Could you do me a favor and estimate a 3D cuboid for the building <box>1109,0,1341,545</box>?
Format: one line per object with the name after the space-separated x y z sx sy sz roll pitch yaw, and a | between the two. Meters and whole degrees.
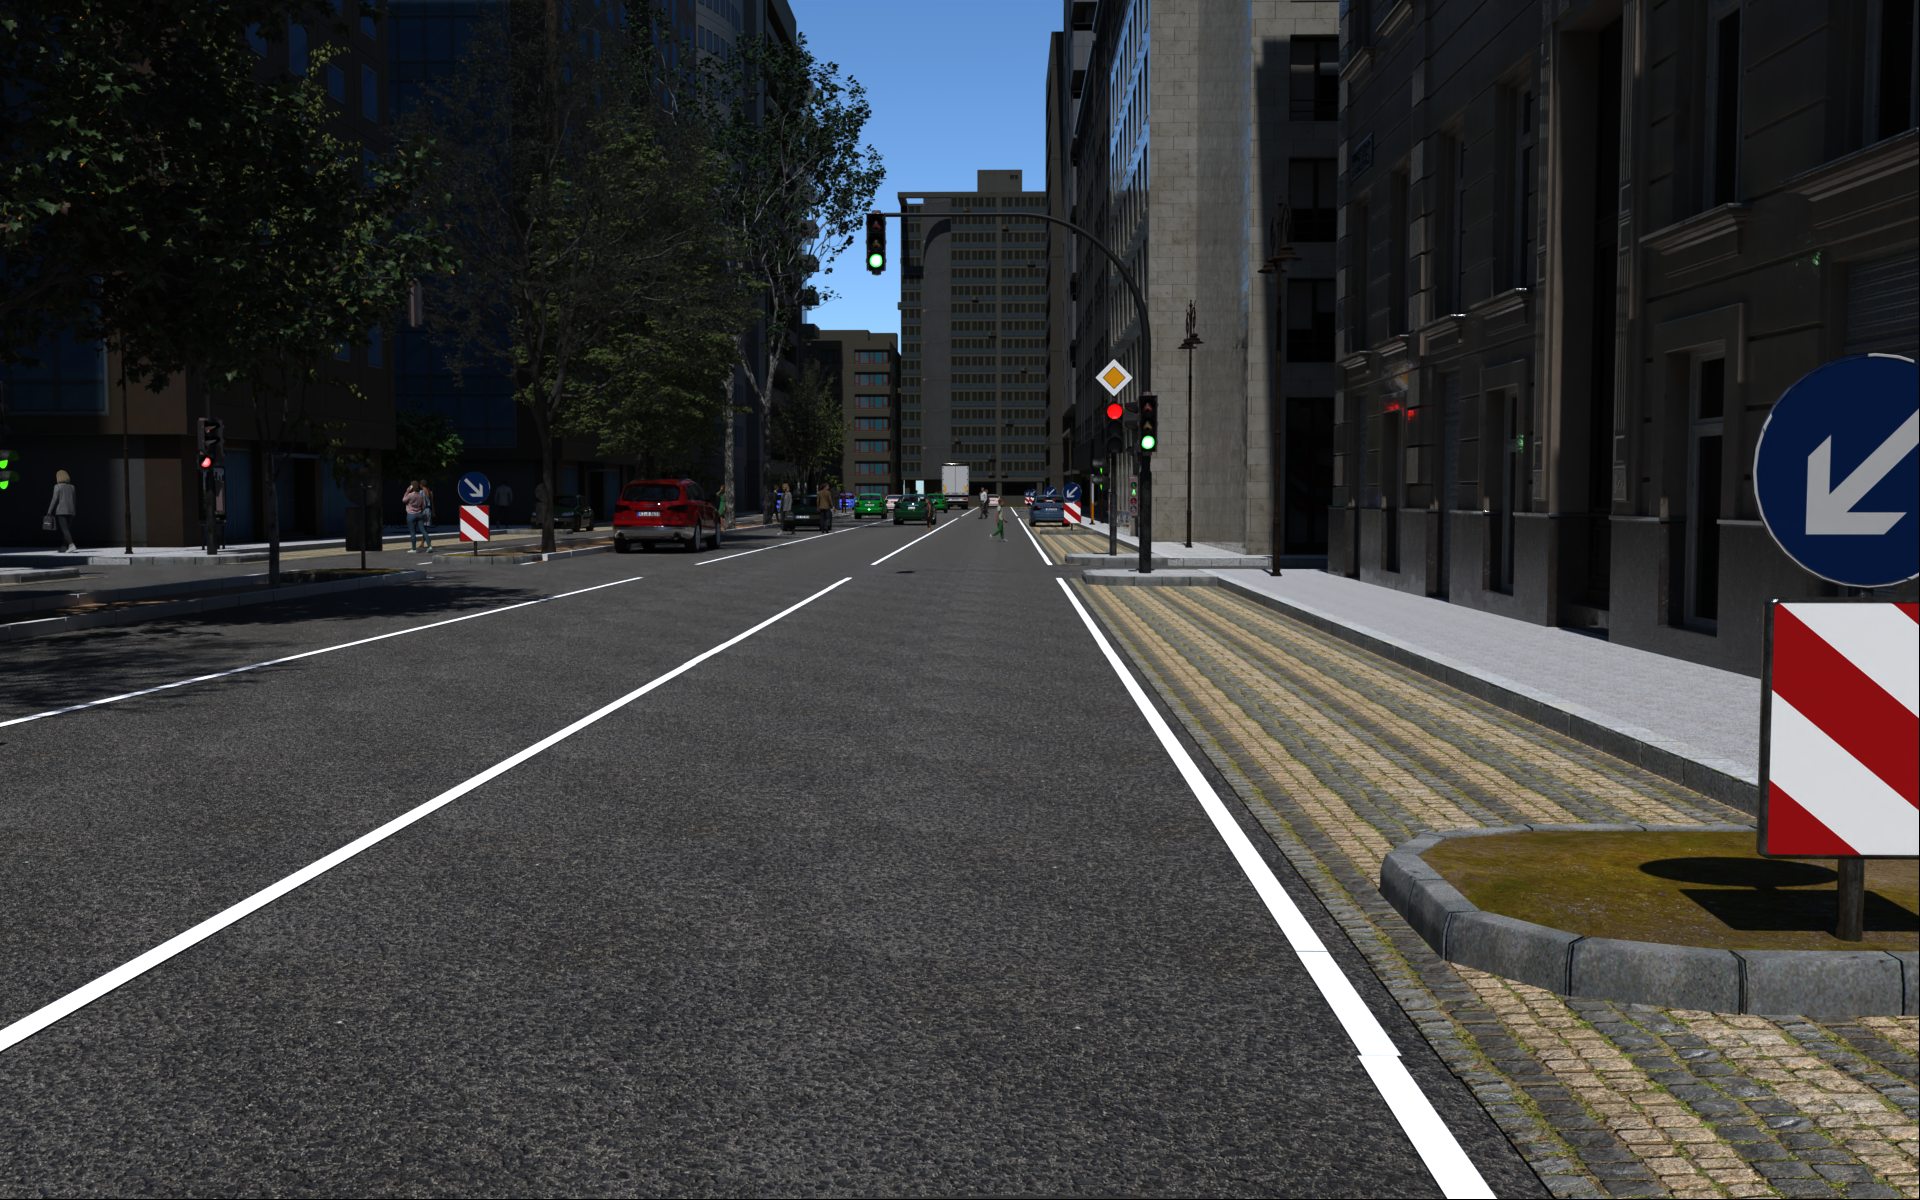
10.408 -12.193 54.105 10.420 20.320 16.860 0 4 1 | building

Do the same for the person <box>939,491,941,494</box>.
-2.039 -10.268 177.207 1.217 1.723 0.721 -1 4 -10 | person

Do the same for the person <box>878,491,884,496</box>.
-8.976 -11.319 194.090 0.750 1.759 0.617 -3 5 -44 | person

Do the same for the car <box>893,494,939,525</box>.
-2.103 -4.252 81.317 2.131 1.459 4.920 0 4 3 | car

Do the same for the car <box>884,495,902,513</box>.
-4.934 -7.382 133.063 2.083 1.381 4.827 0 4 1 | car

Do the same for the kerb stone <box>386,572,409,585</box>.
-9.092 -0.334 27.706 0.120 0.150 1.000 0 4 1 | kerb stone

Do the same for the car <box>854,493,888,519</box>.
-5.132 -5.577 99.982 1.959 1.807 4.718 0 4 0 | car

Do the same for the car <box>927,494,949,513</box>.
-1.845 -7.505 131.510 1.959 1.807 4.718 0 4 1 | car

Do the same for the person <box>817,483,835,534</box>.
-4.879 -3.340 63.023 0.656 1.842 0.836 0 4 -7 | person

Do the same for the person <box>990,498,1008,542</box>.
1.167 -2.415 52.235 0.590 1.304 0.306 -1 4 -15 | person

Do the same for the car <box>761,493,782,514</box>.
-13.521 -7.153 126.542 1.945 1.707 3.694 0 4 2 | car

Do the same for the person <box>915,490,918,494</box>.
-4.065 -9.429 162.742 0.705 1.814 1.350 2 4 27 | person

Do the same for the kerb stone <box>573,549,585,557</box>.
-8.801 -1.058 39.529 0.120 0.150 1.000 0 4 1 | kerb stone

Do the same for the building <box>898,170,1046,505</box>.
4.742 -31.701 210.198 23.993 40.220 32.217 0 4 1 | building

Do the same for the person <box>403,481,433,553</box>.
-13.158 -2.019 42.106 0.643 1.750 0.593 3 4 36 | person

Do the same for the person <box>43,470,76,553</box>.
-19.546 -1.924 37.688 0.728 1.800 0.709 2 4 28 | person

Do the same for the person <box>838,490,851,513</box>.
-8.801 -7.434 130.721 1.217 1.739 0.721 1 4 22 | person

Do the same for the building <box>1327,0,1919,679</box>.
11.275 -13.310 14.880 12.463 27.353 25.104 0 4 1 | building

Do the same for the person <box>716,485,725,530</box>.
-9.272 -3.629 68.078 0.529 1.795 0.600 -2 4 -34 | person

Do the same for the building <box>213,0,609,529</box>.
-22.905 -26.080 76.520 14.600 45.320 14.200 0 4 1 | building

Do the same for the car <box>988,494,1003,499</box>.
3.458 -10.330 180.700 2.131 1.459 4.920 0 4 3 | car

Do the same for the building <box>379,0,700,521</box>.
-23.096 -27.436 98.690 14.600 45.320 14.200 0 4 1 | building

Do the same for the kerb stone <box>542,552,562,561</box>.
-8.853 -0.935 37.476 0.120 0.150 1.000 0 4 1 | kerb stone

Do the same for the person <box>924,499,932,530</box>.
-1.277 -3.379 68.413 0.373 1.253 0.362 -1 4 -23 | person

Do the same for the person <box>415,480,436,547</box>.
-14.172 -2.286 45.974 0.616 1.811 0.778 -3 5 -43 | person

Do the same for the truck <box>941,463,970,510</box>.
-0.431 -10.628 162.683 2.839 4.237 11.283 0 3 0 | truck

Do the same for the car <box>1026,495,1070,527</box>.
3.955 -3.959 76.733 2.014 1.417 4.499 0 4 1 | car

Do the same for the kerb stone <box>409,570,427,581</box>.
-9.075 -0.398 28.727 0.120 0.150 1.000 0 4 1 | kerb stone

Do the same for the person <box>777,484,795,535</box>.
-6.060 -3.196 60.945 0.728 1.800 0.709 -3 5 -45 | person

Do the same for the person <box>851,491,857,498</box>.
-11.440 -10.630 183.011 1.217 1.736 0.721 -1 4 -10 | person

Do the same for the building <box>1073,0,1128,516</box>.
14.059 -18.644 98.334 14.314 27.812 24.014 0 4 1 | building

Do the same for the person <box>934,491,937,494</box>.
-2.355 -10.046 173.531 0.721 1.735 1.217 1 4 21 | person

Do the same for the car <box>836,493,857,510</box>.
-10.354 -9.058 157.696 1.945 1.707 3.694 0 4 0 | car

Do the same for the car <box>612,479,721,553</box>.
-7.345 -2.141 43.684 2.281 1.827 5.304 0 4 1 | car

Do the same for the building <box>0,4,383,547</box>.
-25.024 -24.277 47.036 14.600 45.320 14.200 0 4 1 | building

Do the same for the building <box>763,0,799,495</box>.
-26.076 -32.289 151.622 21.300 48.544 21.600 0 4 1 | building

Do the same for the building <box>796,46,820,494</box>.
-30.047 -34.071 176.674 30.456 49.044 23.786 0 4 1 | building

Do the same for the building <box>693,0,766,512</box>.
-26.613 -35.712 125.886 21.231 58.520 28.212 0 4 1 | building

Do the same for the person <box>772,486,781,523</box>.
-9.099 -4.726 85.545 0.755 1.850 0.659 -1 4 -10 | person

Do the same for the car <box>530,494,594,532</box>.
-14.994 -3.401 65.385 2.009 1.686 4.222 0 4 -1 | car

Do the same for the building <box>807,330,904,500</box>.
-21.999 -22.271 209.168 28.899 21.520 27.650 0 4 1 | building

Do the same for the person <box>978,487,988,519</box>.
1.310 -5.585 99.922 0.850 1.850 0.679 -3 5 -41 | person

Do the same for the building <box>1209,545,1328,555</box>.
14.561 -11.381 40.832 16.860 20.320 10.420 0 4 1 | building

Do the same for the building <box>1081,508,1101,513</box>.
24.072 -26.506 125.262 32.217 40.220 23.993 0 4 1 | building

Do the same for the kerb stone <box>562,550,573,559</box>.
-8.835 -0.991 38.502 0.120 0.150 1.000 0 4 1 | kerb stone

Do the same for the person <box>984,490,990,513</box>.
1.998 -7.284 128.151 0.434 1.755 0.990 -1 4 -13 | person

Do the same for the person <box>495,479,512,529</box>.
-16.967 -3.577 64.371 0.661 1.843 0.795 0 4 1 | person

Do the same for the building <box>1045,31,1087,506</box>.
19.569 -33.749 175.497 21.300 48.544 21.600 0 4 1 | building

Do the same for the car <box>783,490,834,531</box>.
-6.000 -3.563 68.035 2.009 1.686 4.222 0 4 0 | car

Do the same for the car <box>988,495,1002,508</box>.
3.154 -9.587 169.103 2.083 1.381 4.827 0 4 1 | car

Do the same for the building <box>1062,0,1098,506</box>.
22.818 -34.345 150.780 28.713 52.752 27.495 0 4 1 | building

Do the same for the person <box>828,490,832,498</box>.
-10.323 -7.696 135.046 0.721 1.735 1.217 2 4 28 | person
